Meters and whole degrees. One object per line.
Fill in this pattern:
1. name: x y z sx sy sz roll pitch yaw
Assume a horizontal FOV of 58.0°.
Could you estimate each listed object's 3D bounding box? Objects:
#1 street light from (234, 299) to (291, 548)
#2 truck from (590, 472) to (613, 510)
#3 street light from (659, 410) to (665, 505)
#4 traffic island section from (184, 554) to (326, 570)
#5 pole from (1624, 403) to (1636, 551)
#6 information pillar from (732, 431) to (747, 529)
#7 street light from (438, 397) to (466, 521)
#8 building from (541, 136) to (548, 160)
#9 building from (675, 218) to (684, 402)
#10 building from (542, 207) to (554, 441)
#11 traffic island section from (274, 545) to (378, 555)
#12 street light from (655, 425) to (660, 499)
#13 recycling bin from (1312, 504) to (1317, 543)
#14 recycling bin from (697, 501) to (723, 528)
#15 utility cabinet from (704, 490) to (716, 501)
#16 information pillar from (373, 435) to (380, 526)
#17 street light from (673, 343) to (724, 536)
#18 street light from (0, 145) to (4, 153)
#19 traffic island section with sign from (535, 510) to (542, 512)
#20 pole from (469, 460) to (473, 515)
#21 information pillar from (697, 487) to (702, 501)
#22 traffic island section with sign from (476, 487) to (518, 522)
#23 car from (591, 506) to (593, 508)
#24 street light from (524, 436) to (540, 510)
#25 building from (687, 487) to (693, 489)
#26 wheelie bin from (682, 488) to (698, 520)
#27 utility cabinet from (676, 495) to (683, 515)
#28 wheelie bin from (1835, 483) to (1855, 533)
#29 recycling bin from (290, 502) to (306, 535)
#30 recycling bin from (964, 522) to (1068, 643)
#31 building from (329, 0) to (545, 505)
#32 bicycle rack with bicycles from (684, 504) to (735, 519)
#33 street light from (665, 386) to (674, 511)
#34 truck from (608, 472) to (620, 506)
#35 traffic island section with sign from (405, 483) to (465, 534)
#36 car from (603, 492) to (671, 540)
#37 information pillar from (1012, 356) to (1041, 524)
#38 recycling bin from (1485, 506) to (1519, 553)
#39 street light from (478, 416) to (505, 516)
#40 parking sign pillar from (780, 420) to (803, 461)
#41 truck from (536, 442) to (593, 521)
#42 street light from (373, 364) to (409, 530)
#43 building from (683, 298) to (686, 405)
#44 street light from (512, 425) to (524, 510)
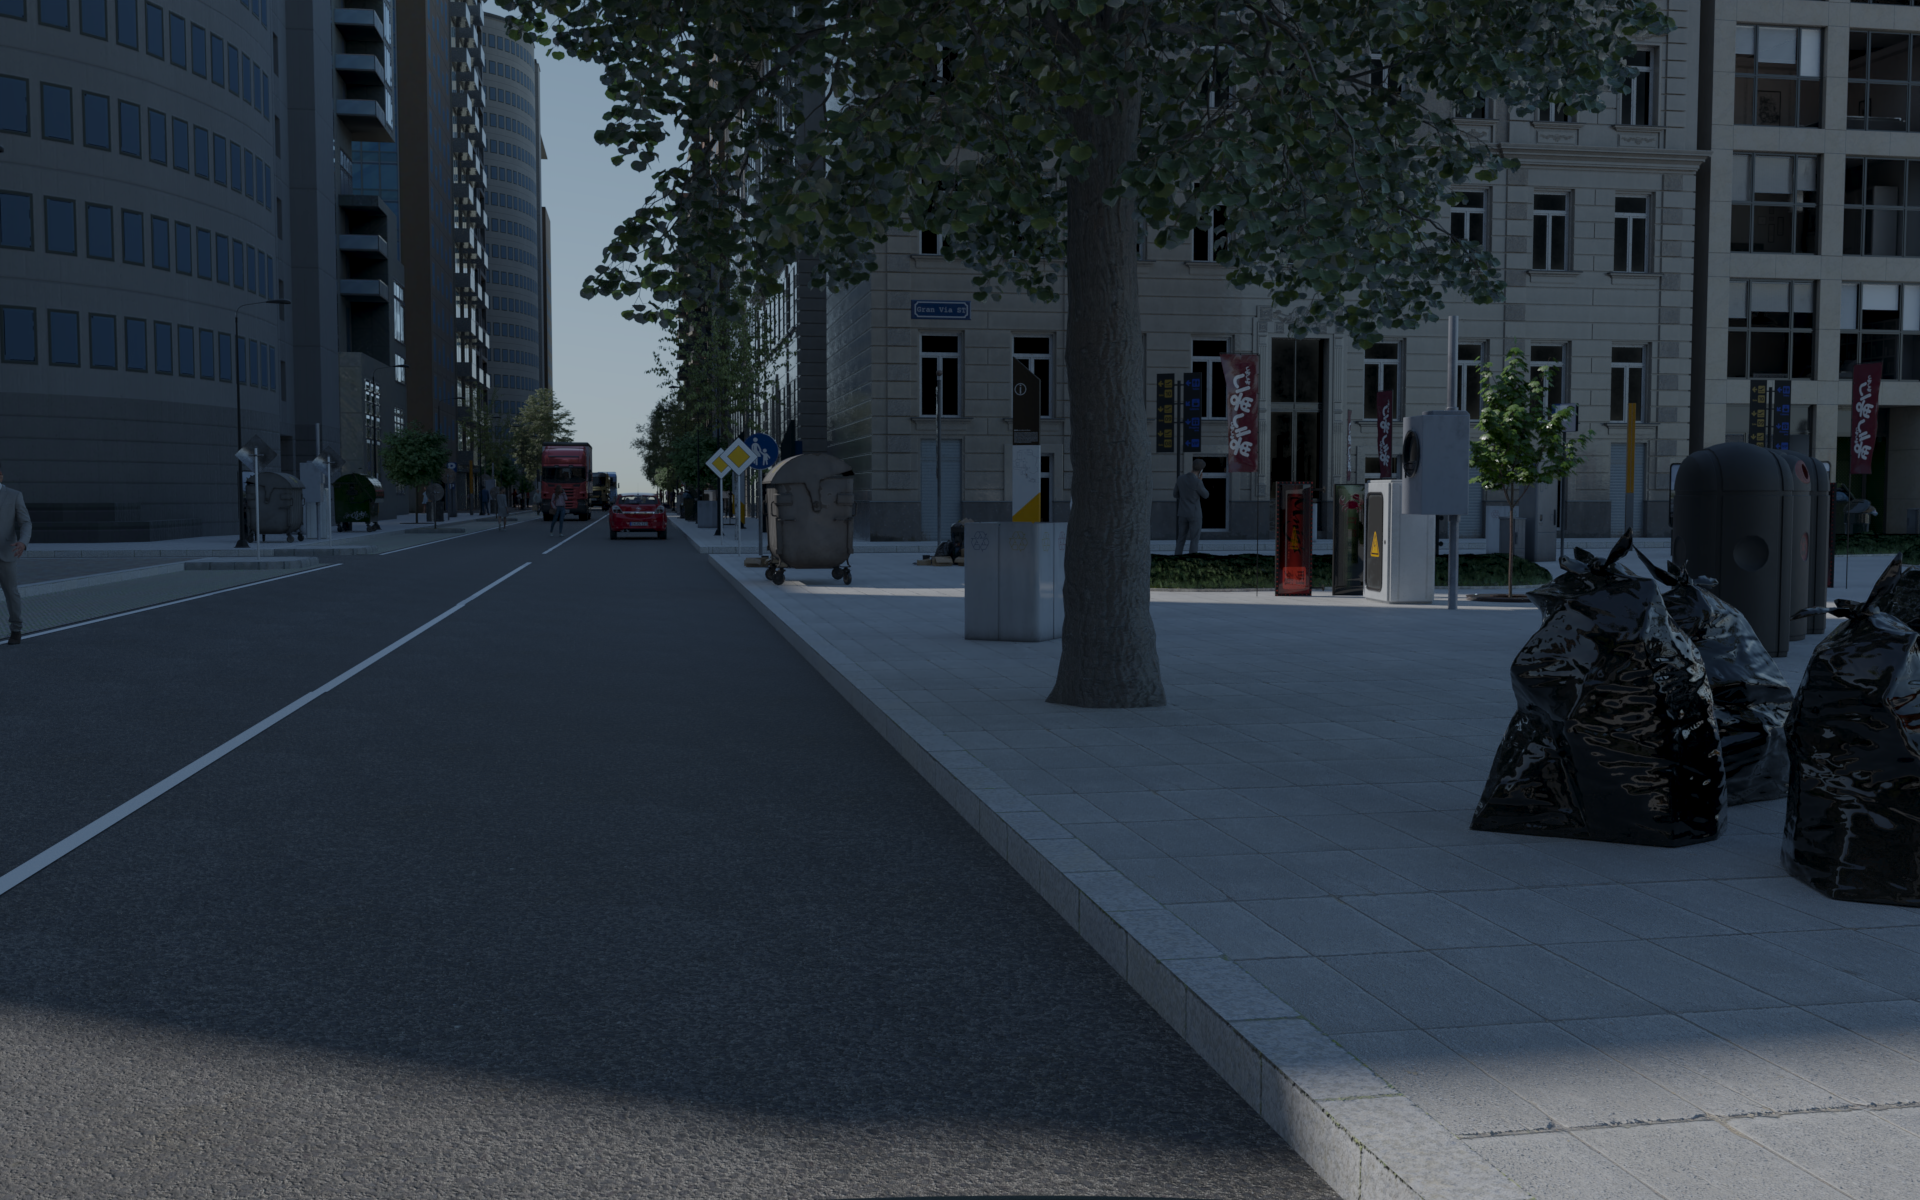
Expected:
1. street light: -16.616 -4.205 41.289 1.470 5.913 1.316 -1 4 -10
2. truck: -32.800 -9.749 155.321 3.469 3.379 9.791 -1 4 -10
3. street light: -15.643 -7.517 95.451 1.470 5.913 1.316 -1 4 -10
4. traffic island section: -13.781 -0.713 33.934 2.009 0.180 2.903 -1 4 -10
5. pole: 15.075 -2.760 38.967 0.158 3.312 0.155 0 3 0
6. information pillar: -8.167 -4.443 63.991 0.504 3.616 0.183 1 4 19
7. street light: -24.310 -6.743 82.791 1.470 5.913 1.316 -1 4 -10
8. building: -71.757 -39.702 238.365 28.713 52.752 27.495 -1 4 -10
9. building: -29.406 -36.300 248.122 22.147 44.769 28.867 -1 4 -10
10. building: -68.765 -37.339 260.602 14.600 45.320 14.200 -1 4 -10
11. traffic island section: -15.225 -1.193 41.788 2.009 0.180 2.903 -1 4 -10
12. street light: -19.519 -8.787 116.205 1.470 5.913 1.316 -1 4 -10
13. recycling bin: 9.111 -2.057 46.191 0.722 1.027 0.722 0 4 4
14. recycling bin: -9.462 -3.249 65.668 0.722 1.027 0.722 2 4 33
15. utility cabinet: -14.616 -5.610 100.395 0.318 1.500 1.173 -3 5 -44
16. information pillar: -23.225 -4.742 68.888 0.183 3.616 0.504 -2 4 -27
17. street light: -7.990 -4.942 53.350 1.470 5.913 1.316 -1 4 -10
18. street light: -13.334 -3.083 22.953 1.470 5.913 1.316 -1 4 -10
19. traffic island section with sign: -33.327 -8.048 140.205 1.989 1.847 2.006 -1 4 -10
20. pole: -29.487 -6.767 104.478 0.158 3.312 0.155 0 3 0
21. information pillar: -12.773 -4.939 85.246 0.304 2.012 0.304 -2 4 -25
22. traffic island section with sign: -24.222 -5.016 90.647 1.989 1.847 2.006 -1 4 -10
23. car: -38.567 -10.575 185.263 2.083 1.381 4.827 -1 4 -11
24. street light: -34.408 -10.137 138.282 1.470 5.913 1.316 -1 4 -10
25. building: -19.117 -32.504 223.322 32.217 40.220 23.993 -1 4 -10
26. wheelie bin: -13.080 -4.665 84.175 0.693 1.594 0.980 1 4 19
27. utility cabinet: -17.243 -5.898 107.585 0.306 1.237 1.020 1 4 21
28. wheelie bin: 25.600 -2.591 50.277 0.693 1.594 0.980 2 4 23
29. recycling bin: -20.933 -2.602 55.092 0.722 1.027 0.722 1 4 18
30. recycling bin: 0.502 -0.174 15.393 0.722 1.027 0.722 2 4 26
31. building: -62.325 -40.905 210.792 21.231 58.520 28.212 -1 4 -10
32. bicycle rack with bicycles: -12.747 -4.587 88.378 2.925 0.926 2.852 -1 4 -15
33. street light: -11.787 -6.230 74.398 1.470 5.913 1.316 -1 4 -10
34. truck: -43.685 -13.717 214.032 2.967 4.110 18.799 -1 4 -12
35. traffic island section with sign: -19.241 -3.359 63.553 1.989 1.847 2.006 -1 4 -10
36. car: -10.417 -2.867 55.922 2.155 1.783 4.494 -1 4 -12
37. information pillar: 1.117 -2.331 29.465 0.504 3.616 0.183 1 4 16
38. recycling bin: 11.527 -1.477 36.711 0.722 1.027 0.722 1 4 16
39. street light: -28.100 -8.013 103.552 1.470 5.913 1.316 -1 4 -10
40. parking sign pillar: -6.176 -4.583 63.406 1.447 3.967 1.447 -2 4 -24
41. truck: -21.646 -6.522 95.543 2.839 4.237 11.283 -1 4 -11
42. street light: -20.402 -5.475 62.051 1.470 5.913 1.316 -1 4 -10
43. building: -35.952 -35.804 268.983 14.154 41.232 14.086 -1 4 -10
44. street light: -30.494 -8.848 117.204 1.470 5.913 1.316 -1 4 -10
